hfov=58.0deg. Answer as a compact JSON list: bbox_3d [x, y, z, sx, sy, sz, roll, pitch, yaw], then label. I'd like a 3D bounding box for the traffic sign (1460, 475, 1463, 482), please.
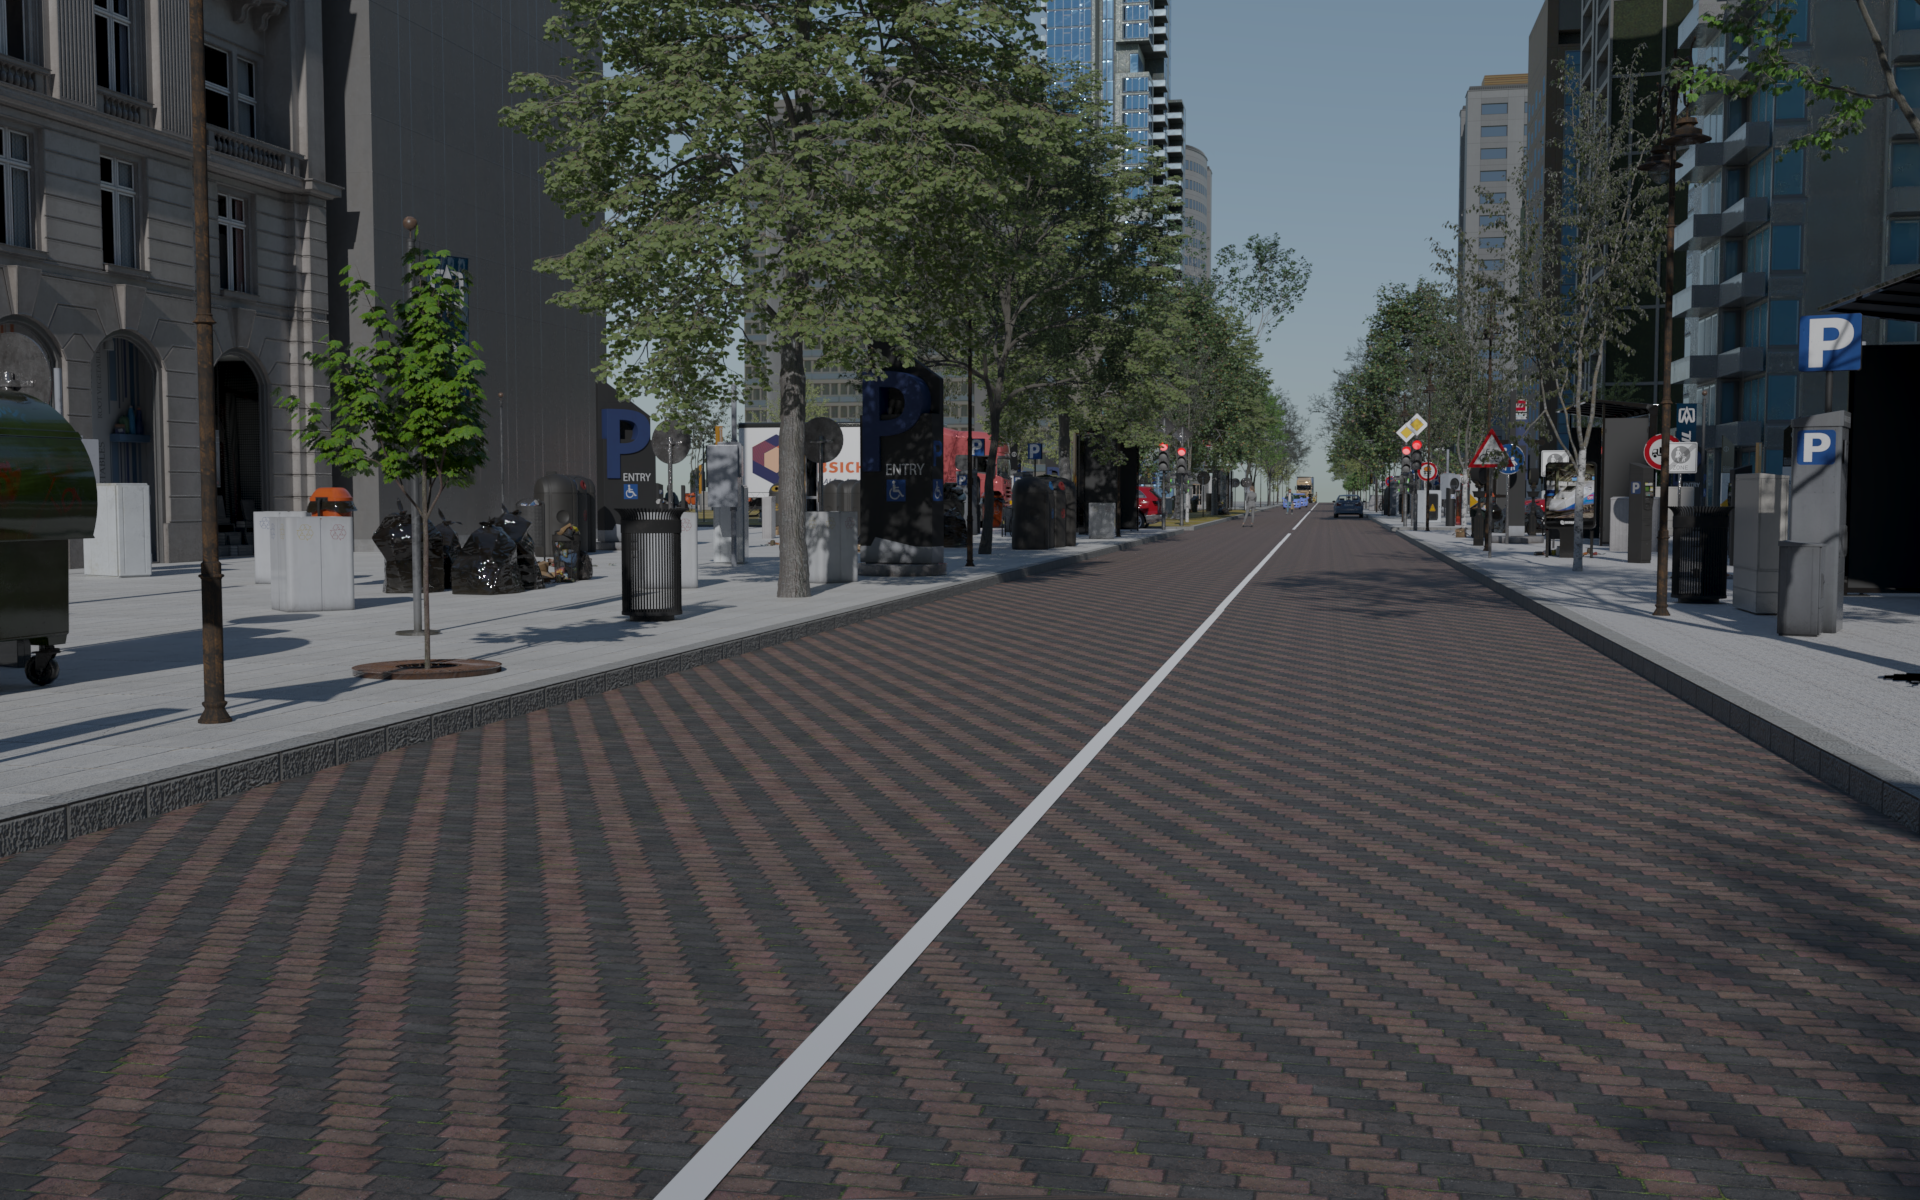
[{"bbox_3d":[31.232,-6.603,108.065,0.768,2.556,0.104,1,4,18],"label":"traffic sign"}]

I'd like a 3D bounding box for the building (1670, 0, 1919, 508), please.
[{"bbox_3d":[52.259,-28.576,86.830,30.456,49.044,23.786,1,4,12],"label":"building"}]

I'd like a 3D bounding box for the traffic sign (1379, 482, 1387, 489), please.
[{"bbox_3d":[34.016,-8.389,139.291,0.606,2.300,0.079,1,4,21],"label":"traffic sign"}]

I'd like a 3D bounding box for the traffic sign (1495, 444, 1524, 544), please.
[{"bbox_3d":[13.956,-2.692,44.116,0.768,2.556,0.104,1,4,16],"label":"traffic sign"}]

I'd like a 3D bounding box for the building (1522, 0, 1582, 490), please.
[{"bbox_3d":[57.619,-30.713,152.261,14.600,45.320,14.200,1,4,12],"label":"building"}]

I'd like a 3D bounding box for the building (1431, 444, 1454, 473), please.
[{"bbox_3d":[90.434,-26.492,278.185,27.650,21.520,28.899,1,4,12],"label":"building"}]

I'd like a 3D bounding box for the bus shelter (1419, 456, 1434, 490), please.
[{"bbox_3d":[32.145,-8.604,118.304,2.179,5.291,8.768,1,4,12],"label":"bus shelter"}]

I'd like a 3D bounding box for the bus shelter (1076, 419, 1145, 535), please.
[{"bbox_3d":[5.113,-4.039,57.315,1.731,3.624,6.357,1,4,12],"label":"bus shelter"}]

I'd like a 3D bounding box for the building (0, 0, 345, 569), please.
[{"bbox_3d":[-21.631,-11.305,26.634,13.314,21.916,24.055,1,4,12],"label":"building"}]

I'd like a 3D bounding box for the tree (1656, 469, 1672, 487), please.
[{"bbox_3d":[44.325,-7.885,112.636,4.285,4.588,4.351,0,3,0],"label":"tree"}]

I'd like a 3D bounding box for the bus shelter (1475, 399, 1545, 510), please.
[{"bbox_3d":[22.295,-5.697,70.773,2.179,5.291,8.768,1,4,12],"label":"bus shelter"}]

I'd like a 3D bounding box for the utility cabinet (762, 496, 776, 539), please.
[{"bbox_3d":[-5.537,-2.382,50.115,0.306,1.237,1.020,0,4,0],"label":"utility cabinet"}]

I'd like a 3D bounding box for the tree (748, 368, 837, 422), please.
[{"bbox_3d":[-9.788,-9.176,100.391,4.737,8.622,4.395,0,3,0],"label":"tree"}]

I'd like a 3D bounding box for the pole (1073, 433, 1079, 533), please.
[{"bbox_3d":[3.859,-3.897,57.553,0.158,3.312,0.155,0,3,0],"label":"pole"}]

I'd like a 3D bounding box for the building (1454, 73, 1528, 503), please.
[{"bbox_3d":[82.301,-43.232,248.838,21.231,58.520,28.212,1,4,12],"label":"building"}]

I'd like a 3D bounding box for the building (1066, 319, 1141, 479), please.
[{"bbox_3d":[4.242,-20.920,187.084,27.650,21.520,28.899,1,4,12],"label":"building"}]

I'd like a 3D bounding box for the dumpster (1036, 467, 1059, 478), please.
[{"bbox_3d":[3.156,-3.673,62.548,1.502,2.255,1.985,1,4,12],"label":"dumpster"}]

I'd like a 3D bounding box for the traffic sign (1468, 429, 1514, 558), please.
[{"bbox_3d":[10.593,-2.113,34.556,0.884,2.594,0.081,1,4,21],"label":"traffic sign"}]

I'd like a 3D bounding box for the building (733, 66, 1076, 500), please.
[{"bbox_3d":[-3.164,-28.698,161.094,32.217,40.220,23.993,1,4,12],"label":"building"}]

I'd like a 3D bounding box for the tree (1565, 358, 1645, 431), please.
[{"bbox_3d":[34.811,-8.731,93.113,4.737,8.622,4.395,0,3,0],"label":"tree"}]

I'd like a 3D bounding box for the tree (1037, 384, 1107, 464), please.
[{"bbox_3d":[7.944,-9.650,108.140,4.737,8.622,4.395,0,3,0],"label":"tree"}]

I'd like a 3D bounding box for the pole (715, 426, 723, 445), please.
[{"bbox_3d":[-7.212,-3.551,51.908,0.158,3.312,0.155,0,3,0],"label":"pole"}]

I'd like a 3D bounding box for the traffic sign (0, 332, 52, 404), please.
[{"bbox_3d":[-7.488,-0.830,13.669,0.768,2.556,0.104,1,4,16],"label":"traffic sign"}]

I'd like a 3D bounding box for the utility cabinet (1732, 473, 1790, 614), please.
[{"bbox_3d":[8.695,-0.619,18.800,0.318,1.500,1.173,1,4,13],"label":"utility cabinet"}]

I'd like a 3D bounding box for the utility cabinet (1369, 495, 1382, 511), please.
[{"bbox_3d":[32.446,-7.585,135.169,0.306,1.237,1.020,-3,5,-40],"label":"utility cabinet"}]

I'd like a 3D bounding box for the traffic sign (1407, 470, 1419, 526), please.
[{"bbox_3d":[17.924,-4.192,68.645,0.768,2.556,0.104,1,4,18],"label":"traffic sign"}]

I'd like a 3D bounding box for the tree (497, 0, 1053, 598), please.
[{"bbox_3d":[-1.721,-6.293,21.013,7.486,12.596,7.792,0,3,0],"label":"tree"}]

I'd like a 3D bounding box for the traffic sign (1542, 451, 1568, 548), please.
[{"bbox_3d":[13.994,-2.364,40.780,0.606,2.300,0.079,1,4,21],"label":"traffic sign"}]

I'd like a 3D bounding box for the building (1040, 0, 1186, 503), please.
[{"bbox_3d":[23.239,-57.778,257.345,22.319,86.520,31.000,1,4,12],"label":"building"}]

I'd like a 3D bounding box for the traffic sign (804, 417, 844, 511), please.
[{"bbox_3d":[-2.289,-1.737,28.510,0.768,2.556,0.104,1,4,16],"label":"traffic sign"}]

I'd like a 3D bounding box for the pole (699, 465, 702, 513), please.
[{"bbox_3d":[-18.045,-7.740,120.398,0.158,3.312,0.155,0,3,0],"label":"pole"}]

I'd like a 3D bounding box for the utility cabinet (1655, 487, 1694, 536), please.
[{"bbox_3d":[21.647,-2.687,52.617,1.173,1.500,0.318,2,4,27],"label":"utility cabinet"}]

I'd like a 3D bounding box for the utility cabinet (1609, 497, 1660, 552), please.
[{"bbox_3d":[15.141,-1.694,38.853,1.020,1.237,0.306,2,4,32],"label":"utility cabinet"}]

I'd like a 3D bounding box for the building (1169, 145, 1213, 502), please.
[{"bbox_3d":[30.027,-45.565,286.980,21.231,58.520,28.212,1,4,12],"label":"building"}]

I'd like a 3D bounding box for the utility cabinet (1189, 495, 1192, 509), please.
[{"bbox_3d":[18.787,-7.962,141.338,0.306,1.237,1.020,2,4,29],"label":"utility cabinet"}]

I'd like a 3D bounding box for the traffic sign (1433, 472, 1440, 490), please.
[{"bbox_3d":[27.537,-6.135,100.421,0.768,2.556,0.104,1,4,12],"label":"traffic sign"}]

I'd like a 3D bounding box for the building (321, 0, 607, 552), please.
[{"bbox_3d":[-25.936,-13.965,47.401,30.058,24.678,14.314,1,4,12],"label":"building"}]

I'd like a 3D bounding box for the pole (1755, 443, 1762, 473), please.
[{"bbox_3d":[31.623,-4.575,68.643,0.158,3.312,0.155,0,3,0],"label":"pole"}]

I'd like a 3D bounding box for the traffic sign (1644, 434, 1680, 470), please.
[{"bbox_3d":[14.830,-2.231,36.579,0.768,2.556,0.104,1,4,18],"label":"traffic sign"}]

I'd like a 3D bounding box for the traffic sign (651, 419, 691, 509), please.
[{"bbox_3d":[-4.922,-1.794,29.443,0.768,2.556,0.104,1,4,21],"label":"traffic sign"}]

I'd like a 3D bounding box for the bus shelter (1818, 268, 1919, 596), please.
[{"bbox_3d":[10.981,-1.677,18.701,1.731,3.624,6.357,1,4,12],"label":"bus shelter"}]

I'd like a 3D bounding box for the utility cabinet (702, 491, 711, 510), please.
[{"bbox_3d":[-20.119,-7.854,137.096,0.318,1.500,1.173,3,5,45],"label":"utility cabinet"}]

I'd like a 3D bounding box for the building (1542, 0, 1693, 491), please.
[{"bbox_3d":[54.736,-42.015,125.196,20.563,71.187,20.611,1,4,12],"label":"building"}]

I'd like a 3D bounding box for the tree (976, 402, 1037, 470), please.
[{"bbox_3d":[3.625,-10.098,115.460,4.737,8.622,4.395,0,3,0],"label":"tree"}]

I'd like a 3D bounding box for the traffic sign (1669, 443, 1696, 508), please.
[{"bbox_3d":[14.250,-1.968,34.314,0.606,2.300,0.079,1,4,13],"label":"traffic sign"}]

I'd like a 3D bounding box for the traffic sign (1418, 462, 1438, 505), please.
[{"bbox_3d":[18.364,-4.158,68.088,0.768,2.556,0.104,1,4,16],"label":"traffic sign"}]

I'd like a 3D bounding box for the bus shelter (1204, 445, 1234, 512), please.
[{"bbox_3d":[19.358,-9.291,129.541,2.179,5.291,8.768,1,4,12],"label":"bus shelter"}]

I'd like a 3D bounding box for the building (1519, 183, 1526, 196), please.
[{"bbox_3d":[73.166,-30.083,183.743,32.217,40.220,23.993,1,4,12],"label":"building"}]

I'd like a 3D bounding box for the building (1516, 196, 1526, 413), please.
[{"bbox_3d":[60.793,-24.159,166.705,14.160,30.474,14.107,1,4,12],"label":"building"}]

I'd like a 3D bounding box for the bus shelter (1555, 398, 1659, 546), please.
[{"bbox_3d":[16.874,-3.310,45.400,1.731,3.624,6.357,1,4,12],"label":"bus shelter"}]

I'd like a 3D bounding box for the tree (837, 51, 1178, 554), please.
[{"bbox_3d":[0.841,-6.246,36.532,7.601,10.594,8.767,2,4,23],"label":"tree"}]

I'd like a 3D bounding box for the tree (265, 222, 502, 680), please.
[{"bbox_3d":[-3.814,-1.094,12.496,1.663,3.219,1.824,0,3,0],"label":"tree"}]

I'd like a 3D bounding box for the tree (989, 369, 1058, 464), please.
[{"bbox_3d":[3.029,-8.748,93.387,4.360,8.622,3.978,0,3,0],"label":"tree"}]
